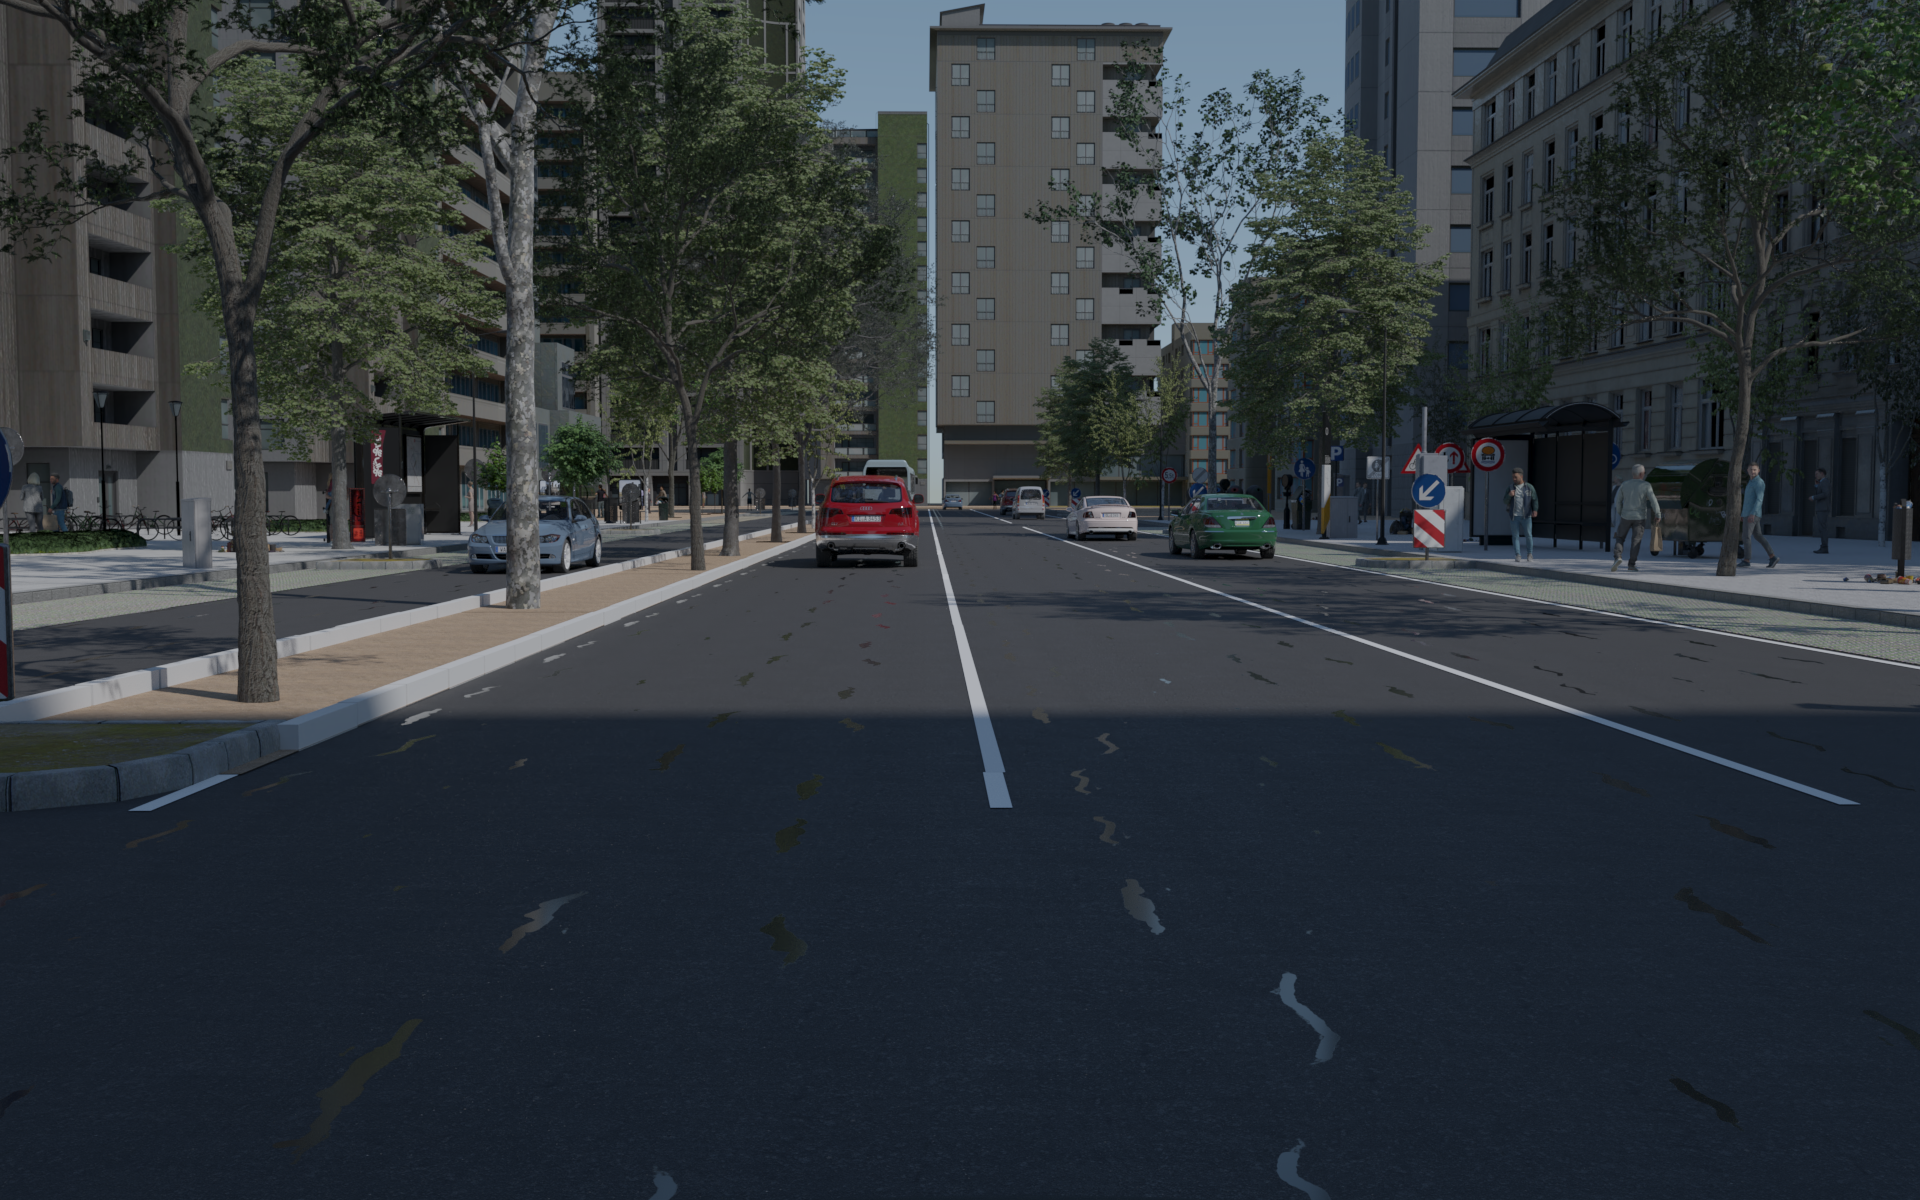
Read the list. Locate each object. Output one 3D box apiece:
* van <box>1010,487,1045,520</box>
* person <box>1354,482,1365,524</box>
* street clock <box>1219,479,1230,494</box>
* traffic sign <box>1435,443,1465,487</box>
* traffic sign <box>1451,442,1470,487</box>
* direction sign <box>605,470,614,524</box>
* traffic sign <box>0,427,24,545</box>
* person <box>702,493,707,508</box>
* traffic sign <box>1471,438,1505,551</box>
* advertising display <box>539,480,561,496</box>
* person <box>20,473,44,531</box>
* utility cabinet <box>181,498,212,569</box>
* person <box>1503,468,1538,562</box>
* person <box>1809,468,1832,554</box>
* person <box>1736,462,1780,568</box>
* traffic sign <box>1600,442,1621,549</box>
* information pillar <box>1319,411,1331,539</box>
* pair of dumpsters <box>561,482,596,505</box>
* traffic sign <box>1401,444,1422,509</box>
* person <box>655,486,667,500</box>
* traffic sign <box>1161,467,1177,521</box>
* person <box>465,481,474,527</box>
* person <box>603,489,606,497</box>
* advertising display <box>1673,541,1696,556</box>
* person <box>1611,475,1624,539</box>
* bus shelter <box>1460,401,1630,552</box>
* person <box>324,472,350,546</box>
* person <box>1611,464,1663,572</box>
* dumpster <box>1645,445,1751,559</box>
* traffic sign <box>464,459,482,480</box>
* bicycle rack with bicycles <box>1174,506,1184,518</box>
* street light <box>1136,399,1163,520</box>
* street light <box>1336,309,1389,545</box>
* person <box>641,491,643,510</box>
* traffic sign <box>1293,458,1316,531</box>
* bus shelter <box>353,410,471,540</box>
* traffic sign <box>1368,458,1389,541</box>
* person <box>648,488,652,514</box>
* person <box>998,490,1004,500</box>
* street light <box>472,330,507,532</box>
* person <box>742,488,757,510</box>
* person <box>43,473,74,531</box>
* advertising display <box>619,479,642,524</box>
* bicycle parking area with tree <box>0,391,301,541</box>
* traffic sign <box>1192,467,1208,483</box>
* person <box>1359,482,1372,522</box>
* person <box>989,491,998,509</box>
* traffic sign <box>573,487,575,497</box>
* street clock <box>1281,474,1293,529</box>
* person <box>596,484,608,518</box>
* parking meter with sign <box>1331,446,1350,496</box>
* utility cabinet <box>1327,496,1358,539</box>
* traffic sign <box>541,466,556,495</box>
[{"bbox_3d":[3.885,-5.596,98.506,2.013,2.044,4.112,0,4,-2],"label":"van"},{"bbox_3d":[16.832,-4.114,73.410,0.767,1.812,0.694,-2,4,-27],"label":"person"},{"bbox_3d":[12.479,-4.714,81.638,0.471,2.002,0.358,-2,4,-24],"label":"street clock"},{"bbox_3d":[12.118,-2.623,42.992,0.768,2.556,0.104,0,4,4],"label":"traffic sign"},{"bbox_3d":[12.406,-2.668,43.618,0.884,2.594,0.081,0,4,4],"label":"traffic sign"},{"bbox_3d":[-15.233,-5.082,75.093,0.379,3.537,0.876,0,4,-5],"label":"direction sign"},{"bbox_3d":[-18.140,-2.004,32.878,0.768,2.556,0.104,0,4,2],"label":"traffic sign"},{"bbox_3d":[-23.665,-9.424,160.126,0.705,1.824,1.348,0,4,2],"label":"person"},{"bbox_3d":[11.942,-2.394,39.254,0.768,2.556,0.104,0,4,2],"label":"traffic sign"},{"bbox_3d":[-18.508,-4.462,78.163,0.974,1.923,0.123,-2,4,-30],"label":"advertising display"},{"bbox_3d":[-22.480,-2.184,41.941,0.537,1.800,0.526,-3,5,-40],"label":"person"},{"bbox_3d":[-13.330,-1.166,30.223,0.306,1.237,1.020,-3,4,-36],"label":"utility cabinet"},{"bbox_3d":[10.626,-1.618,32.845,0.623,1.781,0.721,1,4,14],"label":"person"},{"bbox_3d":[18.605,-1.935,37.482,0.447,1.846,0.655,2,4,24],"label":"person"},{"bbox_3d":[13.831,-1.476,30.043,0.748,1.841,0.638,2,4,25],"label":"person"},{"bbox_3d":[15.086,-2.480,40.655,0.768,2.556,0.104,0,4,4],"label":"traffic sign"},{"bbox_3d":[10.408,-3.541,49.248,0.183,3.616,0.504,2,4,32],"label":"information pillar"},{"bbox_3d":[-18.476,-4.881,82.304,1.574,2.255,4.437,0,4,-1],"label":"pair of dumpsters"},{"bbox_3d":[11.800,-2.733,44.687,0.884,2.594,0.081,0,4,1],"label":"traffic sign"},{"bbox_3d":[-19.994,-6.731,116.106,0.705,1.823,1.348,-3,5,-39],"label":"person"},{"bbox_3d":[9.972,-5.045,82.598,0.768,2.556,0.104,0,3,0],"label":"traffic sign"},{"bbox_3d":[-19.159,-3.751,67.721,0.374,1.781,0.599,0,4,-4],"label":"person"},{"bbox_3d":[-31.524,-8.937,152.877,0.721,1.743,1.217,0,4,-6],"label":"person"},{"bbox_3d":[15.245,-1.907,36.395,0.974,1.923,0.123,-3,5,-41],"label":"advertising display"},{"bbox_3d":[19.062,-2.704,50.129,0.514,1.842,0.818,3,5,43],"label":"person"},{"bbox_3d":[13.581,-2.861,40.693,2.014,3.302,5.546,0,4,-1],"label":"bus shelter"},{"bbox_3d":[-15.497,-2.263,43.020,0.573,1.828,0.580,0,4,3],"label":"person"},{"bbox_3d":[11.148,-1.340,28.435,0.782,1.767,0.515,2,4,34],"label":"person"},{"bbox_3d":[14.888,-1.988,34.997,1.502,2.255,1.985,0,4,-1],"label":"dumpster"},{"bbox_3d":[-17.419,-3.797,62.185,0.768,2.556,0.104,0,4,5],"label":"traffic sign"},{"bbox_3d":[11.023,-3.762,74.896,2.852,0.926,2.925,-2,4,-30],"label":"bicycle rack with bicycles"},{"bbox_3d":[9.253,-6.842,84.405,1.470,5.913,1.316,0,4,-1],"label":"street light"},{"bbox_3d":[10.121,-4.344,43.558,1.470,5.913,1.316,0,4,-1],"label":"street light"},{"bbox_3d":[-25.677,-8.119,138.659,0.599,1.838,0.709,1,4,11],"label":"person"},{"bbox_3d":[12.073,-3.711,60.779,0.768,2.556,0.104,0,4,3],"label":"traffic sign"},{"bbox_3d":[-16.228,-3.691,51.637,1.731,3.624,6.357,0,4,-1],"label":"bus shelter"},{"bbox_3d":[11.481,-2.782,47.613,0.606,2.300,0.079,0,4,7],"label":"traffic sign"},{"bbox_3d":[-20.374,-6.517,113.399,0.445,1.727,0.742,-1,4,-14],"label":"person"},{"bbox_3d":[3.939,-9.258,159.878,0.705,1.823,1.348,-3,5,-43],"label":"person"},{"bbox_3d":[-13.187,-4.674,48.958,1.470,5.913,1.316,0,4,-1],"label":"street light"},{"bbox_3d":[-16.439,-7.857,135.284,1.217,1.735,0.721,0,4,-5],"label":"person"},{"bbox_3d":[-23.082,-2.339,44.269,0.713,1.824,0.794,0,4,-7],"label":"person"},{"bbox_3d":[-14.202,-4.244,74.595,0.974,1.923,0.123,0,4,-2],"label":"advertising display"},{"bbox_3d":[-23.831,-3.899,50.749,9.016,4.147,8.231,1,4,10],"label":"bicycle parking area with tree"},{"bbox_3d":[11.453,-5.050,82.669,0.768,2.556,0.104,0,4,8],"label":"traffic sign"},{"bbox_3d":[18.321,-4.444,78.662,0.622,1.834,0.822,-1,4,-10],"label":"person"},{"bbox_3d":[3.193,-9.318,161.525,1.217,1.739,0.721,3,5,40],"label":"person"},{"bbox_3d":[-16.191,-4.441,72.711,0.768,2.556,0.104,0,4,3],"label":"traffic sign"},{"bbox_3d":[11.964,-3.595,63.354,0.358,2.002,0.471,-1,4,-20],"label":"street clock"},{"bbox_3d":[-19.174,-5.273,92.274,0.705,1.822,1.348,3,4,37],"label":"person"},{"bbox_3d":[13.974,-4.099,63.272,0.543,3.016,1.738,2,4,29],"label":"parking meter with sign"},{"bbox_3d":[11.066,-2.391,50.254,1.020,1.237,0.306,-2,4,-28],"label":"utility cabinet"},{"bbox_3d":[-18.094,-4.666,76.390,0.768,2.556,0.104,0,4,4],"label":"traffic sign"}]
